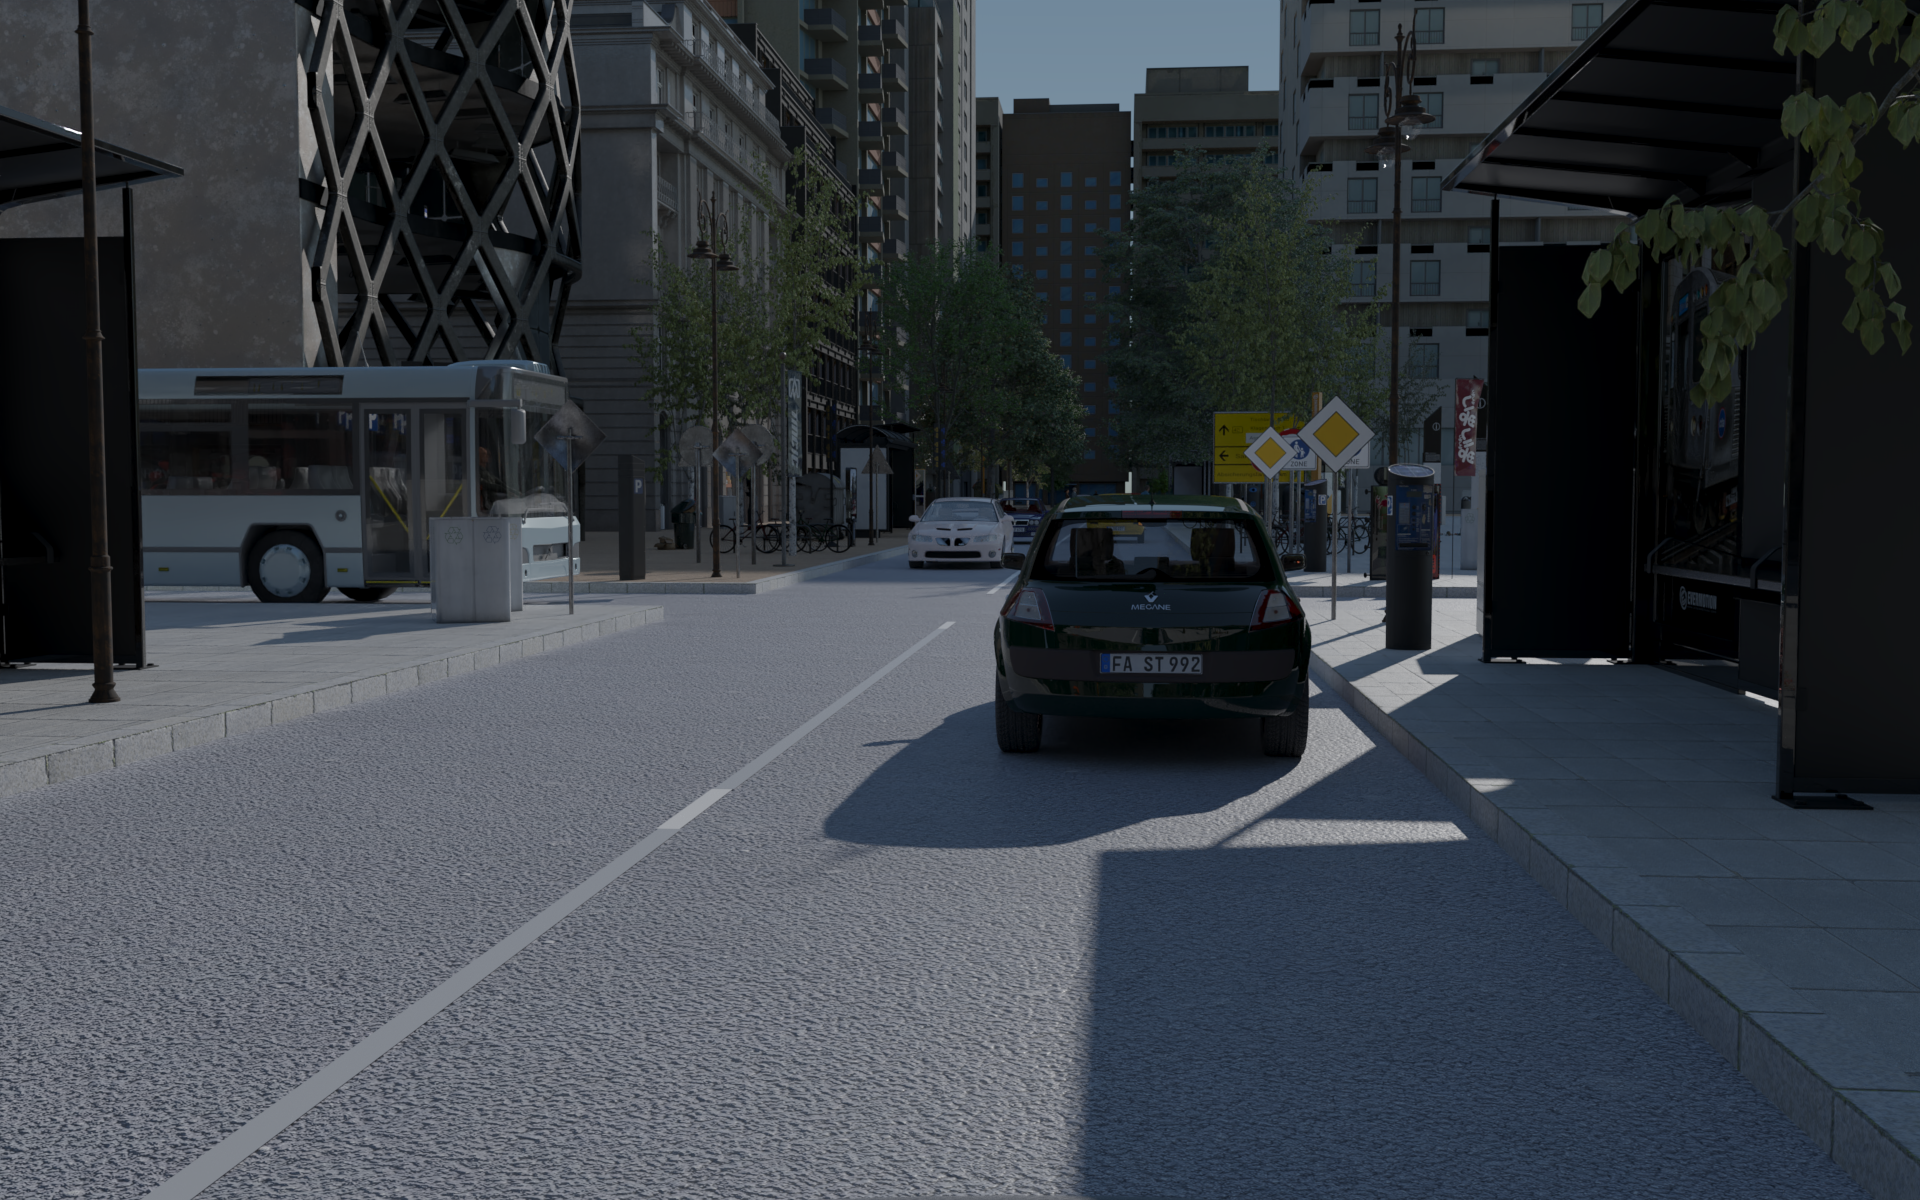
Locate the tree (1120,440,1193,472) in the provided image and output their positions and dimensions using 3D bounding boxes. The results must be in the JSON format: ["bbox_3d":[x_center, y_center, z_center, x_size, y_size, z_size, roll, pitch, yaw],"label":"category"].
[{"bbox_3d":[17.386,-13.128,149.060,7.601,10.594,8.767,2,4,27],"label":"tree"}]

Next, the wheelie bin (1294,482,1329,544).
[{"bbox_3d":[9.086,-2.258,44.826,0.980,1.594,0.693,2,4,35],"label":"wheelie bin"}]

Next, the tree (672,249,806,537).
[{"bbox_3d":[-6.555,-6.200,51.727,4.360,8.622,3.978,0,3,0],"label":"tree"}]

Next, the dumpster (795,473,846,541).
[{"bbox_3d":[-3.886,-2.570,47.785,1.264,1.857,1.865,0,4,5],"label":"dumpster"}]

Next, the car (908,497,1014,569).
[{"bbox_3d":[0.072,-1.377,34.879,2.083,1.381,4.827,0,4,5],"label":"car"}]

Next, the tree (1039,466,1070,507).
[{"bbox_3d":[9.570,-11.894,178.172,4.285,4.588,4.351,0,3,0],"label":"tree"}]

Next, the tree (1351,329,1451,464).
[{"bbox_3d":[19.464,-7.727,76.701,4.360,8.622,3.978,0,3,0],"label":"tree"}]

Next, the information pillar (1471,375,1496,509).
[{"bbox_3d":[10.272,-2.607,33.976,0.504,3.616,0.183,1,4,22],"label":"information pillar"}]

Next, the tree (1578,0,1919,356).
[{"bbox_3d":[3.154,-3.284,4.049,4.737,8.622,4.395,0,3,0],"label":"tree"}]

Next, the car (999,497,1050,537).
[{"bbox_3d":[1.750,-2.333,50.725,1.945,1.354,3.894,0,4,6],"label":"car"}]

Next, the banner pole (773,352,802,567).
[{"bbox_3d":[-3.025,-2.498,30.860,0.401,3.779,0.863,2,4,26],"label":"banner pole"}]

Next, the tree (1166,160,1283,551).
[{"bbox_3d":[7.350,-5.411,38.832,4.737,8.622,4.395,0,3,0],"label":"tree"}]

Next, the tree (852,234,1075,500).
[{"bbox_3d":[-0.805,-8.785,69.394,9.928,11.665,9.643,0,3,0],"label":"tree"}]

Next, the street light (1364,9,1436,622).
[{"bbox_3d":[4.320,-2.715,17.186,0.468,5.910,1.993,0,4,5],"label":"street light"}]

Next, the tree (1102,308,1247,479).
[{"bbox_3d":[12.601,-11.192,100.004,9.611,12.733,9.660,0,3,0],"label":"tree"}]

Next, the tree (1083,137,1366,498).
[{"bbox_3d":[9.352,-9.460,61.330,9.857,13.997,8.962,0,3,0],"label":"tree"}]

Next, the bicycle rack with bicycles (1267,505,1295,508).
[{"bbox_3d":[10.092,-2.578,55.525,2.925,0.926,2.852,3,4,37],"label":"bicycle rack with bicycles"}]

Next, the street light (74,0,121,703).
[{"bbox_3d":[-5.288,-2.308,10.526,0.468,5.910,1.993,0,4,5],"label":"street light"}]

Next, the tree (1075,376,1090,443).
[{"bbox_3d":[5.340,-12.059,122.920,9.928,11.665,9.643,0,3,0],"label":"tree"}]

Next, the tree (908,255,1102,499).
[{"bbox_3d":[1.588,-10.174,83.358,9.611,12.733,9.660,0,3,0],"label":"tree"}]

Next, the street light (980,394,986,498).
[{"bbox_3d":[0.973,-6.365,76.850,0.468,5.910,1.993,0,4,5],"label":"street light"}]

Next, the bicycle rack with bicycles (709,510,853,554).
[{"bbox_3d":[-3.711,-1.511,38.080,2.925,0.926,2.852,1,4,16],"label":"bicycle rack with bicycles"}]

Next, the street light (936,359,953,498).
[{"bbox_3d":[-0.535,-5.312,59.635,0.468,5.910,1.993,0,4,5],"label":"street light"}]

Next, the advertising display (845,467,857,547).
[{"bbox_3d":[-2.638,-2.253,42.053,0.123,1.923,0.974,0,4,6],"label":"advertising display"}]

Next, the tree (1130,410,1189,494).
[{"bbox_3d":[16.316,-13.021,138.642,9.928,11.665,9.643,0,3,0],"label":"tree"}]

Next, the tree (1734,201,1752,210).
[{"bbox_3d":[22.227,-7.317,45.396,9.928,11.665,9.643,0,3,0],"label":"tree"}]

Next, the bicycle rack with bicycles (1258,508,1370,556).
[{"bbox_3d":[7.345,-1.429,36.752,2.925,0.926,2.852,-1,4,-13],"label":"bicycle rack with bicycles"}]

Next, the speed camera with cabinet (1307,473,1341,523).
[{"bbox_3d":[15.971,-4.995,76.009,0.660,3.252,2.038,3,5,42],"label":"speed camera with cabinet"}]

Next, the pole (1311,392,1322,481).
[{"bbox_3d":[7.155,-2.505,34.794,0.158,3.312,0.155,0,3,0],"label":"pole"}]

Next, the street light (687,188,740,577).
[{"bbox_3d":[-3.759,-3.289,26.571,0.468,5.910,1.993,0,4,5],"label":"street light"}]

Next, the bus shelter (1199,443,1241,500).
[{"bbox_3d":[11.113,-5.787,72.243,2.179,5.291,8.768,0,4,5],"label":"bus shelter"}]

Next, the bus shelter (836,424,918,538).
[{"bbox_3d":[-2.616,-3.612,52.986,2.014,3.302,5.546,0,4,6],"label":"bus shelter"}]

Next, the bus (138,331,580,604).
[{"bbox_3d":[-10.877,-1.688,22.462,13.247,3.499,2.948,0,4,6],"label":"bus"}]

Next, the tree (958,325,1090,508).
[{"bbox_3d":[2.559,-11.202,101.278,7.486,12.596,7.792,0,3,0],"label":"tree"}]

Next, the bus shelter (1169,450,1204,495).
[{"bbox_3d":[10.909,-5.375,81.811,2.014,3.302,5.546,0,4,6],"label":"bus shelter"}]

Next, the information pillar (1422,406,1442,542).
[{"bbox_3d":[12.535,-3.340,45.963,0.504,3.616,0.183,-1,4,-10],"label":"information pillar"}]

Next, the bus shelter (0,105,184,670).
[{"bbox_3d":[-6.753,-1.123,9.650,1.731,3.624,6.357,0,4,5],"label":"bus shelter"}]

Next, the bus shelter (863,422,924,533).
[{"bbox_3d":[-2.426,-4.174,59.527,1.731,3.624,6.357,0,4,5],"label":"bus shelter"}]

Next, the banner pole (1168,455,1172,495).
[{"bbox_3d":[11.085,-6.197,91.334,0.401,3.779,0.863,0,4,-8],"label":"banner pole"}]

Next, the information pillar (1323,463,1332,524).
[{"bbox_3d":[14.204,-4.622,66.918,0.504,3.616,0.183,-3,5,-42],"label":"information pillar"}]

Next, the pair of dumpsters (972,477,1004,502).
[{"bbox_3d":[1.490,-5.618,94.342,1.574,2.255,4.437,0,4,5],"label":"pair of dumpsters"}]

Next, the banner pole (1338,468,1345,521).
[{"bbox_3d":[18.218,-5.683,82.927,0.401,3.779,0.863,3,5,44],"label":"banner pole"}]

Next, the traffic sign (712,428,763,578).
[{"bbox_3d":[-3.383,-1.390,26.363,0.795,2.450,0.064,0,4,5],"label":"traffic sign"}]

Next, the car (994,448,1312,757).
[{"bbox_3d":[1.208,-0.069,10.910,2.009,1.686,4.222,0,4,6],"label":"car"}]

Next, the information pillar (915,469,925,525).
[{"bbox_3d":[-1.178,-2.850,51.090,0.304,2.012,0.304,0,4,1],"label":"information pillar"}]

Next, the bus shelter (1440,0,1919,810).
[{"bbox_3d":[4.195,-1.148,10.053,1.731,3.624,6.357,0,4,5],"label":"bus shelter"}]

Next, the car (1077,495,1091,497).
[{"bbox_3d":[9.829,-7.706,138.355,2.083,1.381,4.827,0,4,3],"label":"car"}]

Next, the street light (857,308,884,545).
[{"bbox_3d":[-2.217,-4.301,43.109,0.468,5.910,1.993,0,4,5],"label":"street light"}]

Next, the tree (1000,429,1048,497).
[{"bbox_3d":[4.338,-9.957,113.156,4.360,8.622,3.978,0,3,0],"label":"tree"}]

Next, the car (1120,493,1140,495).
[{"bbox_3d":[8.243,-4.587,84.031,2.155,1.783,4.494,0,4,5],"label":"car"}]

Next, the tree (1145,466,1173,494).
[{"bbox_3d":[13.583,-7.446,116.337,1.663,3.219,1.824,0,3,0],"label":"tree"}]

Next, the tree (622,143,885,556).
[{"bbox_3d":[-3.719,-5.232,35.898,4.737,8.622,4.395,0,3,0],"label":"tree"}]

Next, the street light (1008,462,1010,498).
[{"bbox_3d":[2.650,-7.375,93.376,0.468,5.910,1.993,0,4,5],"label":"street light"}]
